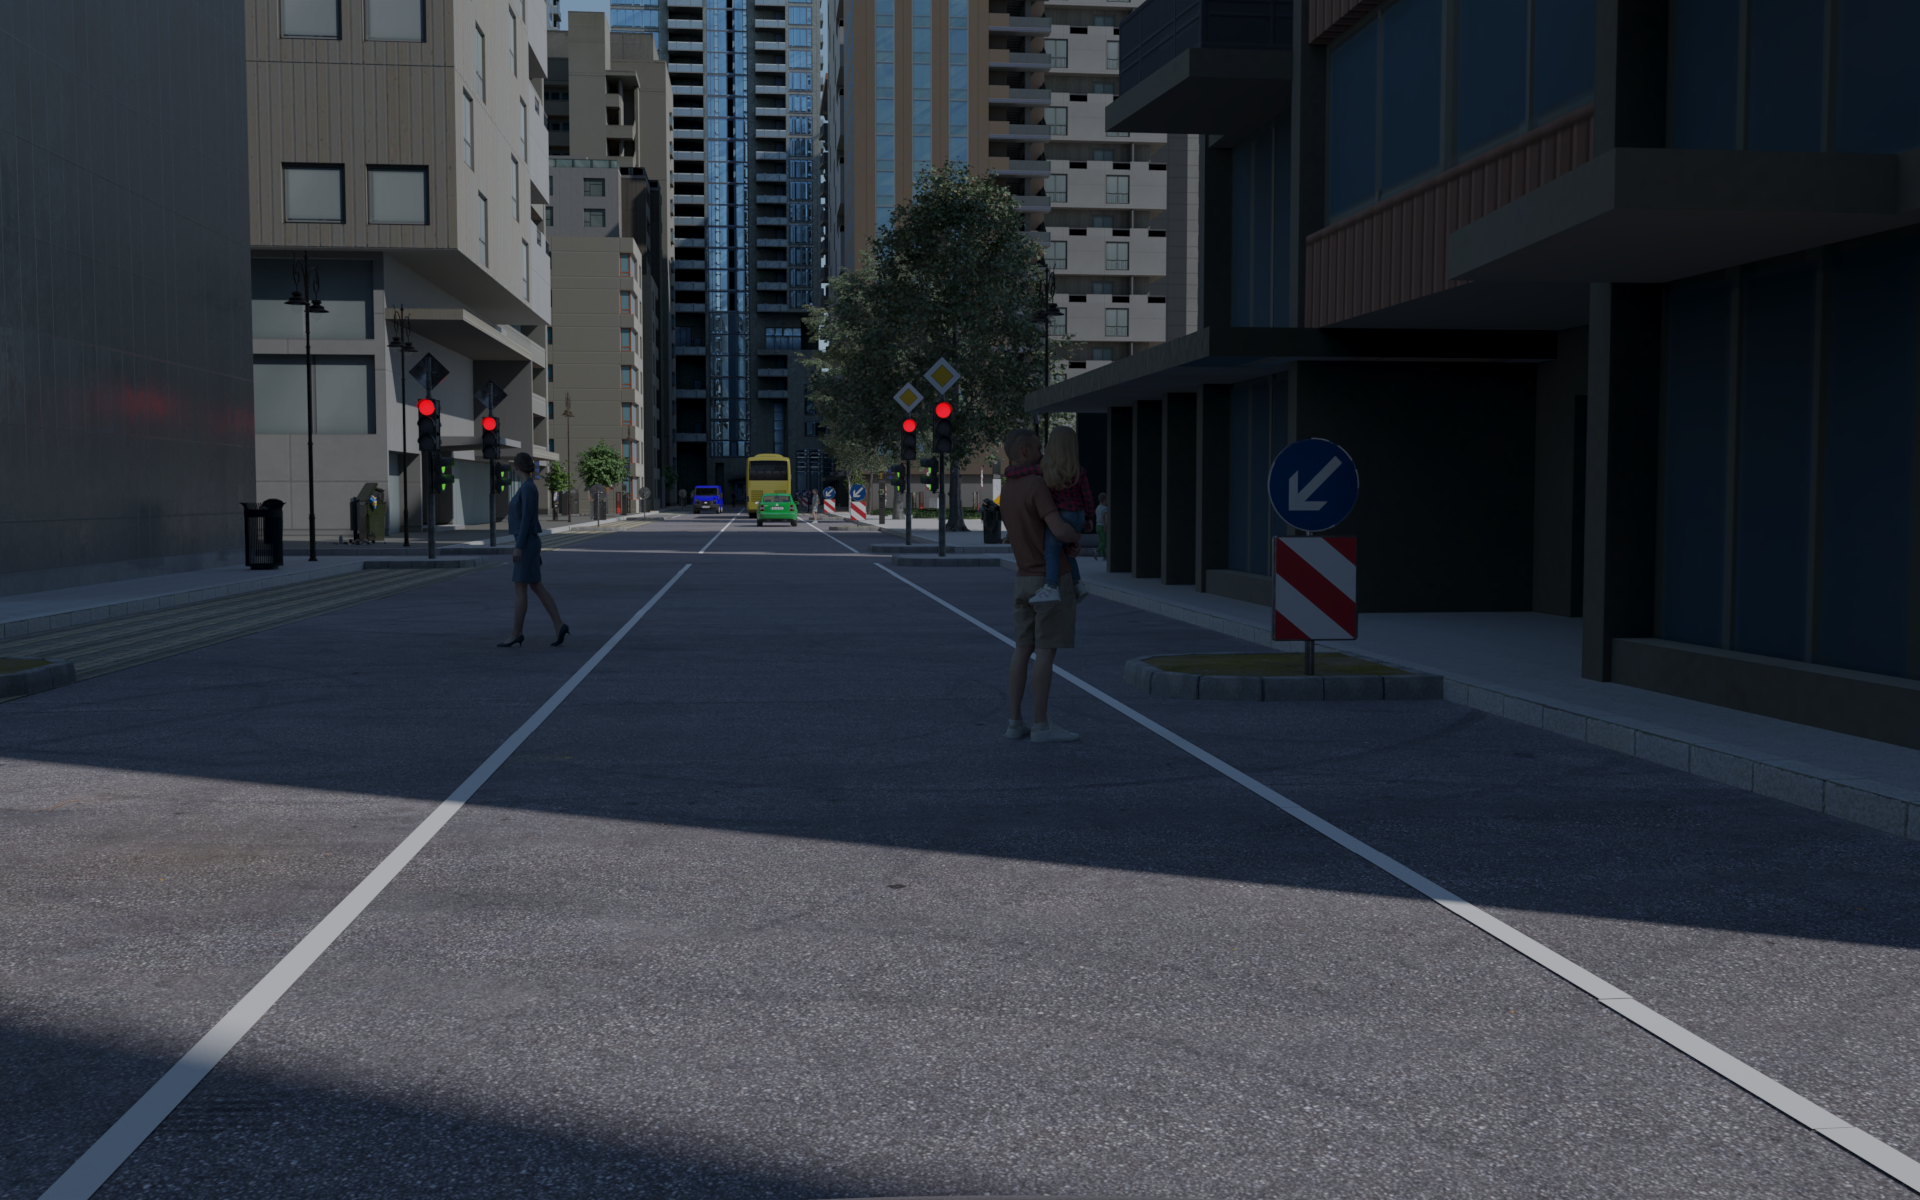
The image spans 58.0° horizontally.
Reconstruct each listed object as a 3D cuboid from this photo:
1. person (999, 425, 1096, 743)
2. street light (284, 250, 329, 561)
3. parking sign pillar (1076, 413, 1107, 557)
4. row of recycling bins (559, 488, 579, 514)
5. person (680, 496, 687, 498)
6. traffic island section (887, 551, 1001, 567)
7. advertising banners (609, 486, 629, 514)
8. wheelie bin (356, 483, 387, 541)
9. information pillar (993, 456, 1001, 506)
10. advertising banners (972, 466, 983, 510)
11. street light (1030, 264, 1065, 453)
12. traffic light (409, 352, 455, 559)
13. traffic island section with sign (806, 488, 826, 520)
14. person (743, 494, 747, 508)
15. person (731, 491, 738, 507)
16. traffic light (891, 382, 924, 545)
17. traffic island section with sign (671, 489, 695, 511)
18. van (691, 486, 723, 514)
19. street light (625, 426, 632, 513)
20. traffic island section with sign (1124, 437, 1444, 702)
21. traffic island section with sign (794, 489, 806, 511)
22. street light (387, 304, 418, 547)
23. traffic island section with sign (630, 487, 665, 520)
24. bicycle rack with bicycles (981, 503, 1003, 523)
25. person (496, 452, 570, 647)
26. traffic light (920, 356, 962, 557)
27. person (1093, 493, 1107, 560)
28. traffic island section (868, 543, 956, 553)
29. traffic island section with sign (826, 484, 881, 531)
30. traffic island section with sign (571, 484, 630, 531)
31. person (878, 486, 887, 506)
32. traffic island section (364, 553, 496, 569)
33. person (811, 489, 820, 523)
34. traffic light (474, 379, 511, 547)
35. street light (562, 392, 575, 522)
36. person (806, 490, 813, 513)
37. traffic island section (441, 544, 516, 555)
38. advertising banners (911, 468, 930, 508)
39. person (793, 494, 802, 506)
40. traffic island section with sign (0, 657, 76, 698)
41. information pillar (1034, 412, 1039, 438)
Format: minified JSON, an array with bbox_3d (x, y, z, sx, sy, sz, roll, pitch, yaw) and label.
[{"bbox_3d":[0.492,-0.099,10.098,0.580,1.828,0.573,1,4,13],"label":"person"},{"bbox_3d":[-12.380,-3.680,32.960,0.468,5.910,1.993,0,4,-7],"label":"street light"},{"bbox_3d":[3.008,-2.903,35.942,1.447,3.967,1.447,-1,4,-11],"label":"parking sign pillar"},{"bbox_3d":[-25.754,-6.524,113.780,1.069,1.692,3.534,-1,4,-21],"label":"row of recycling bins"},{"bbox_3d":[-31.220,-11.393,195.712,0.756,1.711,0.436,1,4,13],"label":"person"},{"bbox_3d":[-0.345,-0.816,35.617,2.009,0.180,2.903,0,4,-7],"label":"traffic island section"},{"bbox_3d":[-22.276,-7.144,112.985,0.090,3.025,2.074,2,4,28],"label":"advertising banners"},{"bbox_3d":[-16.191,-2.430,47.644,0.980,1.594,0.693,3,5,42],"label":"wheelie bin"},{"bbox_3d":[2.016,-6.400,96.002,0.504,3.616,0.183,-2,4,-27],"label":"information pillar"},{"bbox_3d":[1.149,-6.886,108.767,0.090,3.025,2.074,1,4,19],"label":"advertising banners"},{"bbox_3d":[1.744,-3.800,34.924,0.468,5.910,1.993,0,4,-7],"label":"street light"},{"bbox_3d":[-10.478,-2.776,34.311,0.839,4.253,0.868,0,4,-7],"label":"traffic light"},{"bbox_3d":[-7.390,-5.351,96.115,1.989,1.847,2.006,0,4,-7],"label":"traffic island section with sign"},{"bbox_3d":[-21.826,-10.319,177.235,1.348,1.822,0.705,-3,4,-38],"label":"person"},{"bbox_3d":[-24.534,-10.969,188.358,0.721,1.766,1.217,-3,5,-42],"label":"person"},{"bbox_3d":[-1.310,-3.334,43.430,0.839,4.253,0.868,0,4,-7],"label":"traffic light"},{"bbox_3d":[-22.898,-8.248,143.489,1.989,1.847,2.006,0,4,-7],"label":"traffic island section with sign"},{"bbox_3d":[-18.250,-7.397,125.328,2.240,2.365,5.245,0,4,-5],"label":"van"},{"bbox_3d":[-21.950,-8.700,115.027,0.468,5.910,1.993,0,4,-7],"label":"street light"},{"bbox_3d":[2.294,-0.263,12.935,1.989,1.847,2.006,0,4,-7],"label":"traffic island section with sign"},{"bbox_3d":[-13.042,-8.319,144.644,1.989,1.847,2.006,0,4,-7],"label":"traffic island section with sign"},{"bbox_3d":[-13.555,-4.248,42.239,0.468,5.910,1.993,0,4,-7],"label":"street light"},{"bbox_3d":[-17.245,-5.282,94.994,1.989,1.847,2.006,0,4,-7],"label":"traffic island section with sign"},{"bbox_3d":[2.150,-3.887,76.937,2.852,0.926,2.925,-1,4,-15],"label":"bicycle rack with bicycles"},{"bbox_3d":[-4.017,-0.472,16.237,0.654,1.822,0.581,1,4,9],"label":"person"},{"bbox_3d":[-0.386,-2.849,35.498,0.839,4.253,0.868,0,4,-7],"label":"traffic light"},{"bbox_3d":[2.714,-1.408,33.308,0.306,1.304,0.590,3,4,38],"label":"person"},{"bbox_3d":[-1.269,-1.301,43.549,2.009,0.180,2.903,0,4,-7],"label":"traffic island section"},{"bbox_3d":[-4.184,-3.666,68.569,1.989,1.847,2.006,0,4,-7],"label":"traffic island section with sign"},{"bbox_3d":[-14.029,-3.591,67.346,1.989,1.847,2.006,0,4,-7],"label":"traffic island section with sign"},{"bbox_3d":[-4.942,-6.438,111.276,0.580,1.828,0.573,-1,4,-21],"label":"person"},{"bbox_3d":[-10.519,-0.744,34.441,2.009,0.180,2.903,0,4,-7],"label":"traffic island section"},{"bbox_3d":[-7.177,-4.665,85.771,0.522,1.701,0.512,-2,4,-26],"label":"person"},{"bbox_3d":[-11.401,-3.261,42.243,0.839,4.253,0.868,0,4,-7],"label":"traffic light"},{"bbox_3d":[-17.693,-6.455,78.322,0.468,5.910,1.993,0,4,-7],"label":"street light"},{"bbox_3d":[-11.386,-7.465,131.466,0.541,1.710,0.530,2,4,32],"label":"person"},{"bbox_3d":[-11.442,-1.229,42.373,2.009,0.180,2.903,0,4,-7],"label":"traffic island section"},{"bbox_3d":[-2.634,-7.383,116.904,0.090,3.025,2.074,3,4,38],"label":"advertising banners"},{"bbox_3d":[-14.352,-8.567,151.834,1.065,1.426,0.557,-3,4,-37],"label":"person"},{"bbox_3d":[-7.653,-0.239,12.541,1.989,1.847,2.006,0,4,-7],"label":"traffic island section with sign"},{"bbox_3d":[2.103,-3.458,47.896,0.183,3.616,0.504,0,4,-5],"label":"information pillar"}]
